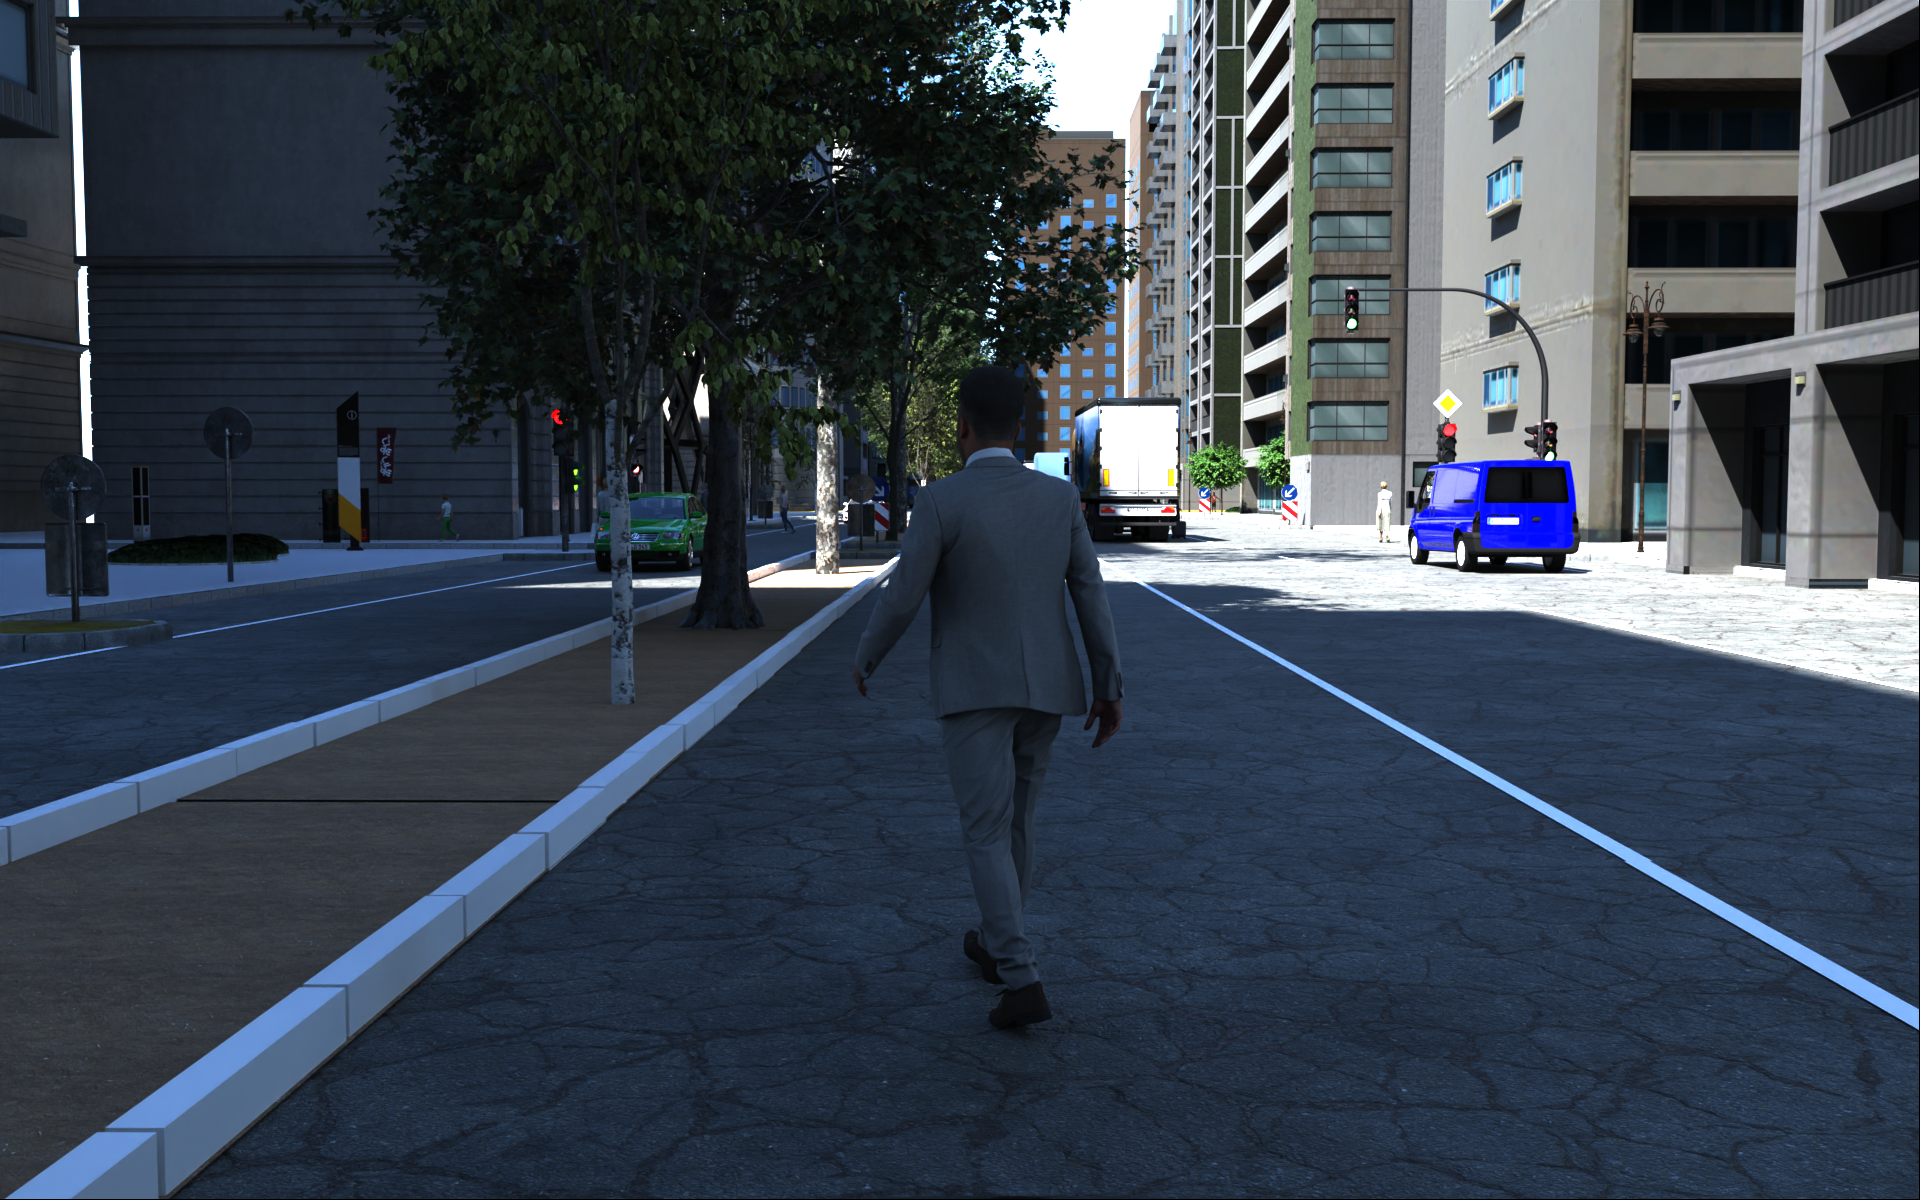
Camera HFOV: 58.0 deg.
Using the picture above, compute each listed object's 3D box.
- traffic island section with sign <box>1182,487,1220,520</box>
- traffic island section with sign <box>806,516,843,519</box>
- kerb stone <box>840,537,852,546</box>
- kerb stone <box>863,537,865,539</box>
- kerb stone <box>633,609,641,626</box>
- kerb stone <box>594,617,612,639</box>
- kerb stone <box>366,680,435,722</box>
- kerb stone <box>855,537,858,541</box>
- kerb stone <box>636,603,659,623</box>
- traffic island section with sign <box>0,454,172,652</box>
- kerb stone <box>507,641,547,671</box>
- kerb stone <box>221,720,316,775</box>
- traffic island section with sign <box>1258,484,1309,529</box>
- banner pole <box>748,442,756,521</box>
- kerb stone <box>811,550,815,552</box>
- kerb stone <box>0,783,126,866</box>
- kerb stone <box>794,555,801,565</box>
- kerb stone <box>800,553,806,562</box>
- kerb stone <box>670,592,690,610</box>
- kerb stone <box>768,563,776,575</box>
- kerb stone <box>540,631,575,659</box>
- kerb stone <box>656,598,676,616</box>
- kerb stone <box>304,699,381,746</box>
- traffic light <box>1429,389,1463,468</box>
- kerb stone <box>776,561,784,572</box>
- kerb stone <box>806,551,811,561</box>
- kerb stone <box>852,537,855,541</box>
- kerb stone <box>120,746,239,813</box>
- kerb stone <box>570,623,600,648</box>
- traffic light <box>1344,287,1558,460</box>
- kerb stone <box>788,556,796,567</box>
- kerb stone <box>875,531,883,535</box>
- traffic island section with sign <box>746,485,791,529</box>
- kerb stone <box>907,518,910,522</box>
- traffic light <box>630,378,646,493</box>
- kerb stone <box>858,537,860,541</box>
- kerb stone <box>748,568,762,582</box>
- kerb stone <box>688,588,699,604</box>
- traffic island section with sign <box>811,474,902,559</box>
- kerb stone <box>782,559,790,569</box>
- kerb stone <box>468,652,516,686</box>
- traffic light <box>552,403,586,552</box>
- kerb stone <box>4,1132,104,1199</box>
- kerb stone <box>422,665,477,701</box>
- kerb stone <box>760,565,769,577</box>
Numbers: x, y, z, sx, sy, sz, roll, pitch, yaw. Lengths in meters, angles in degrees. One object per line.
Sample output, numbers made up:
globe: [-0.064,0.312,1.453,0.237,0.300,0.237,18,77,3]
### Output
traffic island section with sign: [13.668,-5.484,98.293,1.989,1.847,2.006,0,4,1]
traffic island section with sign: [-7.737,-5.526,98.974,1.989,1.847,2.006,0,4,1]
kerb stone: [-3.200,-1.620,48.680,0.120,0.150,1.000,0,4,1]
kerb stone: [-3.126,-1.933,53.805,0.120,0.150,1.000,0,4,1]
kerb stone: [-3.585,0.228,18.461,0.120,0.150,1.000,0,4,1]
kerb stone: [-3.593,0.291,17.437,0.120,0.150,1.000,0,4,1]
kerb stone: [-3.659,0.667,11.284,0.120,0.150,1.000,0,4,1]
kerb stone: [-3.168,-1.745,50.734,0.120,0.150,1.000,0,4,1]
kerb stone: [-3.568,0.165,19.500,0.120,0.150,1.000,0,4,1]
traffic island section with sign: [-8.793,-0.490,16.645,1.989,1.847,2.006,0,4,1]
kerb stone: [-3.630,0.479,14.366,0.120,0.150,1.000,0,4,1]
kerb stone: [-3.702,0.793,9.241,0.120,0.150,1.000,0,4,1]
traffic island section with sign: [13.333,-3.836,71.340,1.989,1.847,2.006,0,4,1]
banner pole: [-10.002,-5.671,82.742,0.401,3.779,0.863,0,4,7]
kerb stone: [-3.332,-0.962,37.927,0.120,0.150,1.000,0,4,1]
kerb stone: [-3.722,0.917,7.195,0.120,0.150,1.000,0,4,1]
kerb stone: [-3.363,-0.774,34.852,0.120,0.150,1.000,0,4,1]
kerb stone: [-3.363,-0.837,35.874,0.120,0.150,1.000,0,4,1]
kerb stone: [-3.540,0.041,21.548,0.120,0.150,1.000,0,4,1]
kerb stone: [-3.425,-0.524,30.764,0.120,0.150,1.000,0,4,1]
kerb stone: [-3.619,0.417,15.387,0.120,0.150,1.000,0,4,1]
kerb stone: [-3.550,0.106,20.522,0.120,0.150,1.000,0,4,1]
kerb stone: [-3.680,0.734,10.263,0.120,0.150,1.000,0,4,1]
traffic light: [12.969,-3.508,46.280,0.839,4.253,0.868,0,4,1]
kerb stone: [-3.401,-0.587,31.786,0.120,0.150,1.000,0,4,1]
kerb stone: [-3.339,-0.900,36.904,0.120,0.150,1.000,0,4,1]
kerb stone: [-3.182,-1.676,49.706,0.120,0.150,1.000,0,4,1]
kerb stone: [-3.708,0.855,8.219,0.120,0.150,1.000,0,4,1]
kerb stone: [-3.602,0.354,16.409,0.120,0.150,1.000,0,4,1]
traffic light: [10.774,-3.885,38.180,4.771,5.953,1.251,0,4,1]
kerb stone: [-3.376,-0.709,33.830,0.120,0.150,1.000,0,4,1]
kerb stone: [-3.003,-2.560,64.054,0.120,0.150,1.000,0,4,1]
traffic island section with sign: [-8.076,-3.877,72.021,1.989,1.847,2.006,0,4,1]
kerb stone: [-2.631,-4.316,92.773,0.120,0.150,1.000,0,4,1]
traffic light: [-6.598,-4.396,46.547,4.771,5.953,1.251,0,4,1]
kerb stone: [-3.162,-1.806,51.757,0.120,0.150,1.000,0,4,1]
kerb stone: [-3.452,-0.395,28.715,0.120,0.150,1.000,0,4,1]
kerb stone: [-3.529,-0.023,22.570,0.120,0.150,1.000,0,4,1]
traffic island section with sign: [-2.263,-1.878,38.840,2.006,1.907,1.989,0,4,1]
kerb stone: [-3.386,-0.649,32.808,0.120,0.150,1.000,0,4,1]
kerb stone: [-3.637,0.541,13.344,0.120,0.150,1.000,0,4,1]
traffic light: [-8.793,-3.036,38.554,0.839,4.253,0.868,0,4,1]
kerb stone: [-1.680,1.175,2.986,0.120,0.150,1.000,0,4,1]
kerb stone: [-3.654,0.605,12.306,0.120,0.150,1.000,0,4,1]
kerb stone: [-3.438,-0.456,29.741,0.120,0.150,1.000,0,4,1]
